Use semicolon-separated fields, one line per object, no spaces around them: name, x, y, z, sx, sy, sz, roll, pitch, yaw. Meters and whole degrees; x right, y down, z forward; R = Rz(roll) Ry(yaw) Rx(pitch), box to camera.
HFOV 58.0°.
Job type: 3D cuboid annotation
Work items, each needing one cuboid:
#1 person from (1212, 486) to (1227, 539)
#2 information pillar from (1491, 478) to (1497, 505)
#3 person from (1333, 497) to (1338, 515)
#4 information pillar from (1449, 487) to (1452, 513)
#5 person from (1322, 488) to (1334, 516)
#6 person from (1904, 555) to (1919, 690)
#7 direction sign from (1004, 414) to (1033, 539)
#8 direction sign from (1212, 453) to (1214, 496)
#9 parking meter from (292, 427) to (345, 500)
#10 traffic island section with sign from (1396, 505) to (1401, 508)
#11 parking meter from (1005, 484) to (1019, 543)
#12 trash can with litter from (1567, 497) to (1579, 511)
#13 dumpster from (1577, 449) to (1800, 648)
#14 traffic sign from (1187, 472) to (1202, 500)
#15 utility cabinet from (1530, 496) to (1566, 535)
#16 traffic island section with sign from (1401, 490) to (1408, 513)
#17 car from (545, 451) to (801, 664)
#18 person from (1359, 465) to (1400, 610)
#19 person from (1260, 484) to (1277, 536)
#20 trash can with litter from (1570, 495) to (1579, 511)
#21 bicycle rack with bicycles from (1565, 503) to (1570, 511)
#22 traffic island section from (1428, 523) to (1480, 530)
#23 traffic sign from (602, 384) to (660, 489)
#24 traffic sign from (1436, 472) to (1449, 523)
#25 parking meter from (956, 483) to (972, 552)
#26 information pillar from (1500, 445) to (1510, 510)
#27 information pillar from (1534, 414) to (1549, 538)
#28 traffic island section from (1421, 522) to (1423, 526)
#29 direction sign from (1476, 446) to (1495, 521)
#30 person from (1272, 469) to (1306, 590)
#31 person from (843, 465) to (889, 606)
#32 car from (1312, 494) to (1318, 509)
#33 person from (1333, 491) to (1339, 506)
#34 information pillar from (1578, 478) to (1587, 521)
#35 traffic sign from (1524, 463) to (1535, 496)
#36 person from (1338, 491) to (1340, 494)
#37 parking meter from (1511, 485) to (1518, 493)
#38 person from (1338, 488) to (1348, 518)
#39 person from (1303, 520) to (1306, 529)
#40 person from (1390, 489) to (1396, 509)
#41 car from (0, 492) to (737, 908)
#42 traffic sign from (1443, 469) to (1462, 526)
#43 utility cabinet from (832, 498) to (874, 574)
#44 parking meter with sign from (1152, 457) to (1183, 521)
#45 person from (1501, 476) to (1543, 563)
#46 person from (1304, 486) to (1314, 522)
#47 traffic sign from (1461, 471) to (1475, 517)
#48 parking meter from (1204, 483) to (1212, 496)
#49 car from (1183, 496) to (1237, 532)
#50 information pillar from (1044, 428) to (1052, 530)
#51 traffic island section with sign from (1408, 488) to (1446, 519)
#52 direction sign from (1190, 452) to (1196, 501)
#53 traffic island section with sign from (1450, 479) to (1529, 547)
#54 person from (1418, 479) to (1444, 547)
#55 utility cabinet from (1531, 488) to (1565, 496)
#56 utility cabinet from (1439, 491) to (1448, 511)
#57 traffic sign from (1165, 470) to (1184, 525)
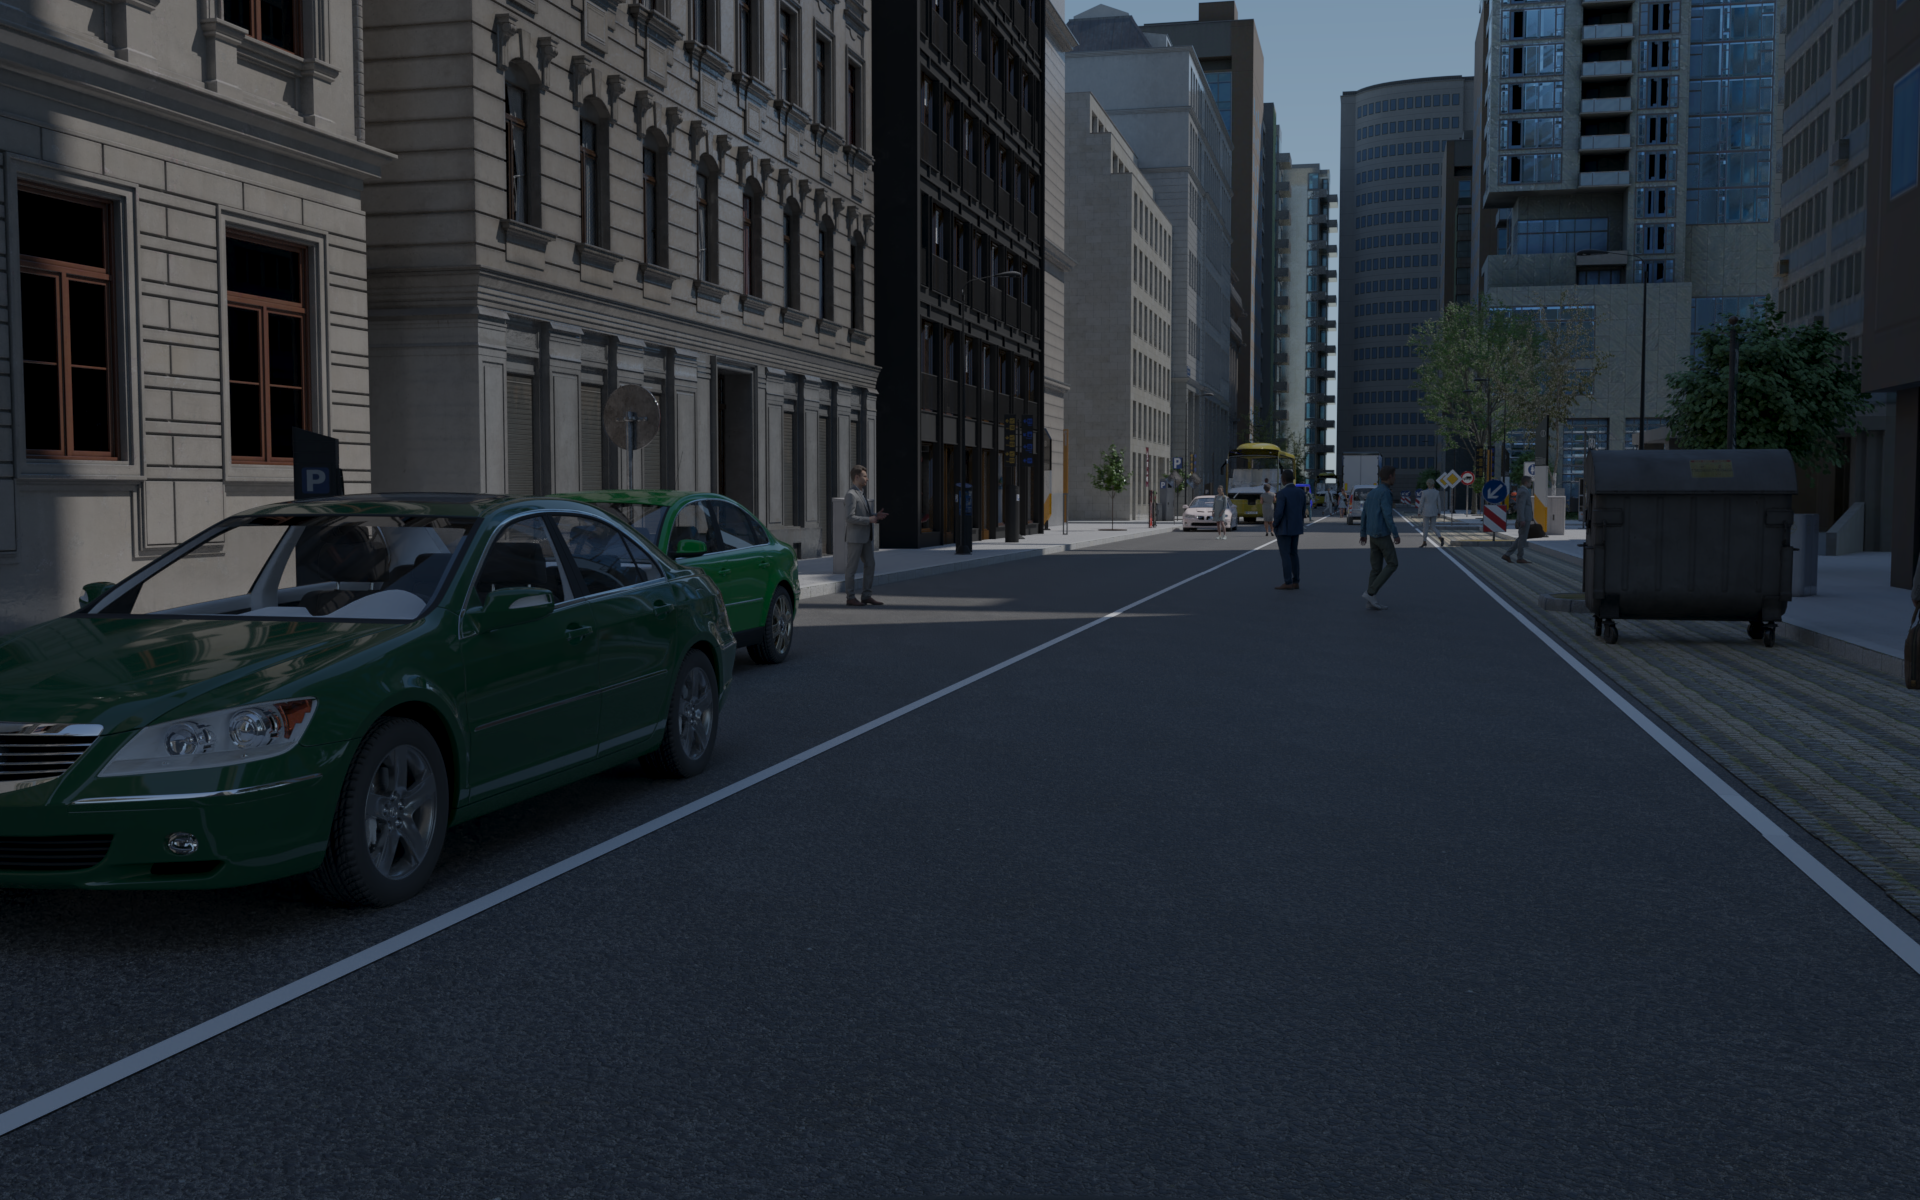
person;8.257;-2.780;54.955;0.512;1.701;0.522;2;4;31
information pillar;24.618;-4.623;80.081;0.304;2.012;0.304;-1;4;-10
person;25.818;-6.484;119.190;0.332;1.250;0.352;-1;4;-14
information pillar;34.075;-7.056;119.856;0.304;2.012;0.304;0;4;2
person;24.161;-6.441;113.695;0.514;1.842;0.818;-3;5;-43
person;4.884;0.027;8.185;0.709;1.813;0.853;1;4;20
direction sign;1.666;-3.497;49.178;0.876;3.537;0.379;-1;4;-20
direction sign;13.843;-6.287;94.796;0.379;3.537;0.876;0;4;6
parking meter;-5.605;-0.579;15.175;0.399;1.863;0.255;-1;4;-13
traffic island section with sign;45.537;-10.279;176.688;1.989;1.847;2.006;1;4;13
parking meter;1.375;-2.287;45.797;0.372;1.533;0.369;0;3;0
trash can with litter;36.037;-5.528;101.772;1.055;1.170;0.624;0;4;7
dumpster;6.980;-0.519;16.708;1.865;1.857;1.264;1;4;15
traffic sign;10.847;-4.688;80.293;0.795;2.450;0.064;1;4;13
utility cabinet;18.385;-2.632;54.195;1.020;1.237;0.306;2;4;24
traffic island section with sign;33.932;-7.324;128.376;1.989;1.847;2.006;1;4;13
car;-2.661;-0.287;13.497;1.959;1.807;4.718;1;4;13
person;5.166;-0.767;21.391;0.444;1.785;0.601;0;4;-7
person;10.568;-3.066;58.988;0.716;1.782;0.532;0;4;3
trash can with litter;30.713;-4.684;87.636;2.233;1.210;1.678;1;4;20
bicycle rack with bicycles;37.101;-5.634;105.500;2.852;0.926;2.925;0;4;-5
traffic island section;19.887;-2.917;69.975;2.009;0.180;2.903;1;4;13
traffic sign;-3.834;-1.225;20.129;0.768;2.556;0.104;1;4;21
traffic sign;21.728;-4.528;77.668;0.795;2.450;0.064;1;4;13
parking meter;0.087;-1.815;38.086;0.372;1.533;0.369;0;3;0
information pillar;26.079;-5.600;82.907;0.504;3.616;0.183;-2;4;-28
information pillar;17.201;-3.661;51.218;0.183;3.616;0.504;-2;4;-24
traffic island section;21.752;-3.392;77.740;2.009;0.180;2.903;1;4;13
direction sign;24.765;-5.487;81.711;0.876;3.537;0.379;2;4;32
person;4.946;-1.058;25.973;0.721;1.800;0.419;-3;5;-43
person;-1.219;-0.825;22.194;0.583;1.804;0.606;1;4;10
car;34.276;-9.808;170.582;2.015;1.641;3.980;1;4;13
person;37.620;-10.011;172.900;1.217;1.735;0.721;-2;4;-28
information pillar;29.186;-4.692;81.202;0.304;2.012;0.304;2;4;27
traffic sign;18.236;-3.239;55.085;0.606;2.300;0.079;1;4;18
person;38.260;-10.101;174.469;0.721;1.723;1.217;0;4;-6
parking meter;36.303;-6.587;113.413;0.399;1.863;0.255;0;4;5
person;22.844;-5.793;103.312;0.616;1.811;0.778;1;4;17
person;13.787;-3.676;70.405;0.589;1.601;0.330;0;4;-5
person;31.875;-7.324;128.234;0.794;1.824;0.713;-2;4;-24
car;-2.506;0.253;7.656;2.131;1.459;4.920;1;4;13
traffic sign;19.863;-4.053;69.903;0.795;2.450;0.064;1;4;13
utility cabinet;-1.727;-1.044;28.235;0.306;1.237;1.020;1;4;21
parking meter with sign;9.756;-5.226;81.710;1.738;3.016;0.543;-3;5;-45
person;11.619;-1.654;35.669;0.853;1.813;0.709;0;4;8
person;17.585;-4.854;87.842;0.713;1.824;0.794;-1;4;-21
traffic sign;28.237;-5.889;96.398;0.768;2.556;0.104;1;4;17
parking meter;12.793;-5.117;89.367;0.399;1.863;0.255;3;5;41
car;9.766;-3.368;67.435;2.083;1.381;4.827;1;4;13
information pillar;3.090;-4.268;61.139;0.183;3.616;0.504;-2;4;-24
traffic island section with sign;27.513;-5.690;101.658;1.989;1.847;2.006;1;4;13
direction sign;12.591;-6.216;93.633;0.379;3.537;0.876;2;4;29
traffic island section with sign;14.537;-2.385;47.625;1.989;1.847;2.006;1;4;13
person;12.604;-2.318;46.285;0.514;1.842;0.818;-2;4;-29
utility cabinet;22.327;-3.494;65.811;1.173;1.500;0.318;0;4;-1
utility cabinet;36.021;-7.361;129.032;0.318;1.500;1.173;0;4;-2
traffic sign;8.982;-4.213;72.528;0.795;2.450;0.064;1;4;13
